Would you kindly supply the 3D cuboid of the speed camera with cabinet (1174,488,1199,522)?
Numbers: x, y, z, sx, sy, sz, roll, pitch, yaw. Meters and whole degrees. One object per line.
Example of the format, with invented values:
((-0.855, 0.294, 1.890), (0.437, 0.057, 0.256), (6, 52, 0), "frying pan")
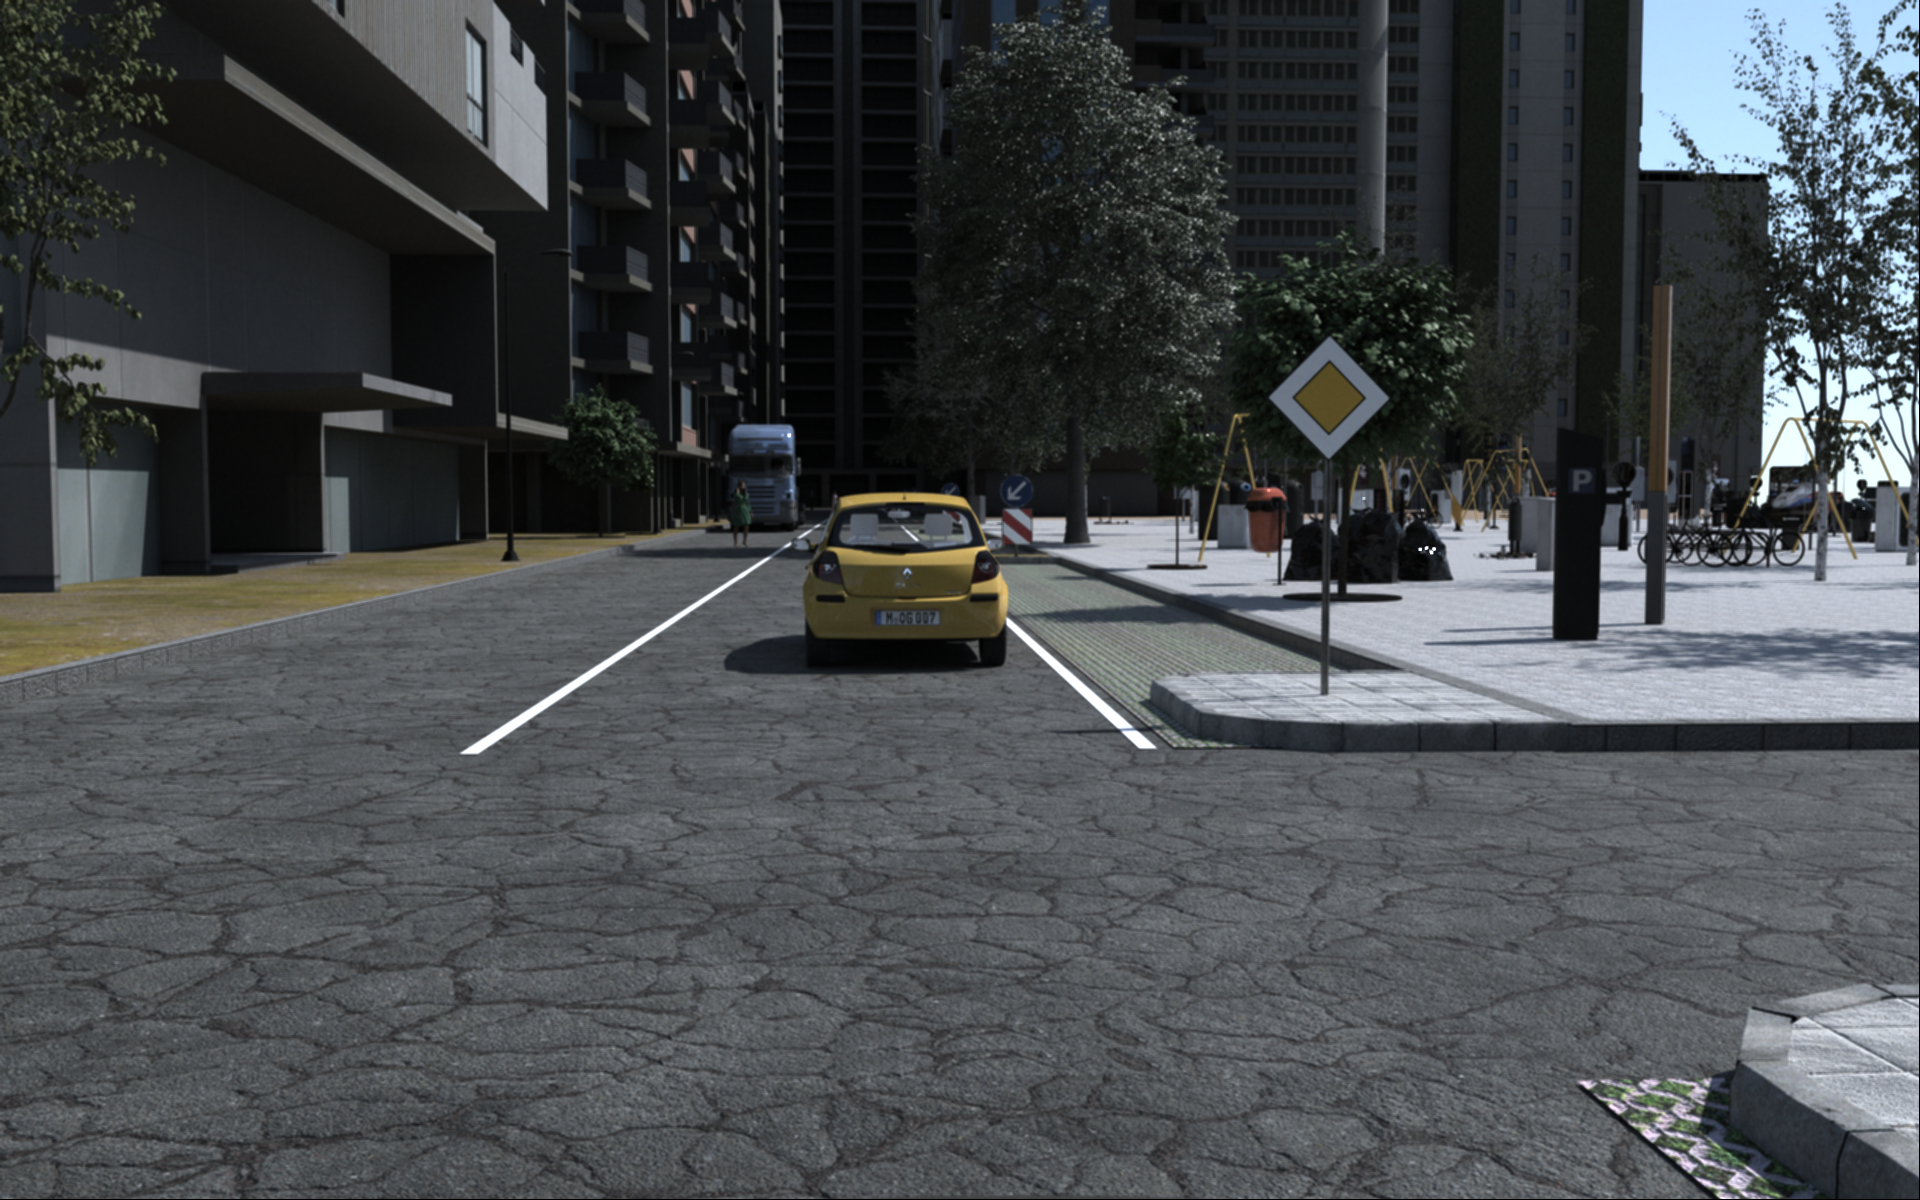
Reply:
((10.830, -5.261, 80.357), (2.038, 3.252, 0.660), (-3, 4, -39), "speed camera with cabinet")

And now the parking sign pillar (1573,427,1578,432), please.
((24.922, -4.999, 70.200), (1.447, 3.967, 1.447), (0, 4, 7), "parking sign pillar")

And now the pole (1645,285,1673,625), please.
((6.871, -1.418, 17.027), (0.158, 3.312, 0.155), (0, 3, 0), "pole")

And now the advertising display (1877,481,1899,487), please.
((45.057, -4.827, 84.142), (0.123, 1.923, 0.974), (-2, 4, -32), "advertising display")

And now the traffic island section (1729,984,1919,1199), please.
((2.780, 1.173, 3.101), (2.009, 0.180, 2.903), (0, 4, -3), "traffic island section")

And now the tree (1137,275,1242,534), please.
((7.379, -6.443, 55.713), (4.360, 8.622, 3.978), (0, 3, 0), "tree")

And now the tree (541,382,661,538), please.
((-10.537, -4.105, 50.826), (4.285, 4.588, 4.351), (0, 3, 0), "tree")

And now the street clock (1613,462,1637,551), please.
((15.078, -2.126, 39.326), (0.471, 2.002, 0.358), (2, 4, 30), "street clock")

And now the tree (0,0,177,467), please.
((-8.633, -3.946, 14.884), (4.737, 8.622, 4.395), (0, 3, 0), "tree")

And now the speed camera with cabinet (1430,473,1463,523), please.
((21.363, -4.997, 76.044), (0.660, 3.252, 2.038), (-1, 4, -10), "speed camera with cabinet")

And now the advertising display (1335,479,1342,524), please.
((16.434, -4.232, 74.406), (0.123, 1.923, 0.974), (3, 5, 43), "advertising display")

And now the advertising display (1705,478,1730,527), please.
((29.478, -3.804, 67.413), (0.974, 1.923, 0.123), (0, 4, -7), "advertising display")

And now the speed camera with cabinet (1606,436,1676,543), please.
((17.642, -3.120, 45.354), (2.038, 3.252, 0.660), (1, 4, 21), "speed camera with cabinet")

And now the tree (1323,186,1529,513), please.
((10.450, -5.568, 41.392), (4.360, 8.622, 3.978), (0, 3, 0), "tree")

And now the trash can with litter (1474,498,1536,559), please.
((10.983, -1.459, 34.912), (1.678, 1.210, 2.233), (2, 4, 32), "trash can with litter")

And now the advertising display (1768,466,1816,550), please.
((19.176, -2.124, 39.937), (0.974, 1.923, 0.123), (3, 5, 40), "advertising display")

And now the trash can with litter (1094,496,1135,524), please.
((6.609, -3.858, 74.134), (2.233, 1.210, 1.678), (-2, 4, -25), "trash can with litter")

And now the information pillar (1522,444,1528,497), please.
((26.134, -5.429, 80.123), (0.183, 3.616, 0.504), (0, 4, -1), "information pillar")

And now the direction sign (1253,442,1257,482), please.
((10.399, -4.228, 61.128), (0.379, 3.537, 0.876), (1, 4, 17), "direction sign")

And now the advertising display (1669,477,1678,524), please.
((25.881, -3.580, 63.753), (0.974, 1.923, 0.123), (0, 4, 8), "advertising display")

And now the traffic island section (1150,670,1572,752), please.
((2.348, 0.685, 11.074), (2.009, 0.180, 2.903), (0, 4, -3), "traffic island section")

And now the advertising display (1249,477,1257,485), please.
((10.911, -3.628, 64.527), (0.123, 1.923, 0.974), (1, 4, 19), "advertising display")

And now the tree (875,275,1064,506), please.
((0.428, -10.412, 87.247), (9.611, 12.733, 9.660), (0, 3, 0), "tree")

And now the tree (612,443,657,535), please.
((-10.098, -3.694, 54.994), (1.663, 3.219, 1.824), (0, 3, 0), "tree")

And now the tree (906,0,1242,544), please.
((3.075, -8.443, 44.693), (9.857, 13.997, 8.962), (0, 3, 0), "tree")

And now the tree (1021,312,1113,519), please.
((4.350, -6.911, 63.359), (4.737, 8.622, 4.395), (0, 3, 0), "tree")

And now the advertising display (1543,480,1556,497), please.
((28.104, -4.700, 82.060), (0.974, 1.923, 0.123), (0, 4, 3), "advertising display")

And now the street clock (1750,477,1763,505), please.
((33.946, -4.241, 73.903), (0.471, 2.002, 0.358), (-1, 4, -12), "street clock")

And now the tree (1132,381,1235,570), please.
((3.741, -2.145, 29.665), (1.663, 3.219, 1.824), (0, 3, 0), "tree")

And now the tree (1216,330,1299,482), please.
((12.802, -7.565, 74.049), (4.737, 8.622, 4.395), (0, 3, 0), "tree")

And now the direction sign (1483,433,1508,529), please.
((19.745, -4.399, 63.913), (0.876, 3.537, 0.379), (0, 3, 0), "direction sign")

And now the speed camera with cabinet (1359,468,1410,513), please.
((15.068, -4.082, 61.077), (2.038, 3.252, 0.660), (-3, 5, -41), "speed camera with cabinet")

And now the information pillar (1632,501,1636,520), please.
((32.998, -4.926, 85.027), (0.304, 2.012, 0.304), (0, 4, 3), "information pillar")

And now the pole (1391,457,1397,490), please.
((13.091, -3.572, 52.238), (0.158, 3.312, 0.155), (0, 3, 0), "pole")

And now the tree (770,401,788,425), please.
((-15.270, -11.194, 133.379), (4.360, 8.622, 3.978), (0, 3, 0), "tree")

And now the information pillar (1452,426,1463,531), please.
((17.222, -4.196, 59.959), (0.183, 3.616, 0.504), (-1, 4, -16), "information pillar")

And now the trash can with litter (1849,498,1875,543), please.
((24.103, -2.107, 45.843), (0.624, 1.170, 1.055), (-2, 4, -25), "trash can with litter")

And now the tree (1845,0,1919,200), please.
((10.568, -3.993, 15.641), (4.737, 8.622, 4.395), (0, 3, 0), "tree")

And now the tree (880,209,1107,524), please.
((2.210, -9.972, 73.411), (12.009, 13.543, 11.850), (0, 3, 0), "tree")

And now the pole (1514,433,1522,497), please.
((18.639, -3.917, 57.892), (0.158, 3.312, 0.155), (0, 3, 0), "pole")

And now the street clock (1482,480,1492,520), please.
((26.432, -5.035, 86.884), (0.358, 2.002, 0.471), (-1, 4, -18), "street clock")

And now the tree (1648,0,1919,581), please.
((12.506, -4.589, 25.395), (4.360, 8.622, 3.978), (0, 3, 0), "tree")

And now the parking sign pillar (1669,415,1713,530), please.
((24.848, -4.305, 58.865), (1.447, 3.967, 1.447), (2, 4, 33), "parking sign pillar")

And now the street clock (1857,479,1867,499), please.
((44.628, -4.964, 85.729), (0.471, 2.002, 0.358), (-2, 4, -26), "street clock")

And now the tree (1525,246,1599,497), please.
((16.648, -6.178, 51.374), (4.360, 8.622, 3.978), (0, 3, 0), "tree")

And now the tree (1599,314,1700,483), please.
((28.787, -7.417, 71.636), (4.737, 8.622, 4.395), (0, 3, 0), "tree")

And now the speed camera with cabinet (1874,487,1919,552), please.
((21.477, -2.710, 38.650), (2.038, 3.252, 0.660), (-1, 4, -18), "speed camera with cabinet")

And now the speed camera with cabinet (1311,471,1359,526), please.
((15.168, -4.601, 69.554), (2.038, 3.252, 0.660), (1, 4, 17), "speed camera with cabinet")

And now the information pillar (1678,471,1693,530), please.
((23.505, -3.159, 56.148), (0.304, 2.012, 0.304), (-1, 4, -8), "information pillar")

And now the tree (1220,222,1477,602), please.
((4.644, -2.284, 21.056), (4.285, 4.588, 4.351), (0, 3, 0), "tree")

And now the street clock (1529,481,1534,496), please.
((28.162, -4.971, 85.840), (0.358, 2.002, 0.471), (-2, 4, -35), "street clock")

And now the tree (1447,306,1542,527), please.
((20.517, -7.134, 67.009), (4.737, 8.622, 4.395), (0, 3, 0), "tree")
